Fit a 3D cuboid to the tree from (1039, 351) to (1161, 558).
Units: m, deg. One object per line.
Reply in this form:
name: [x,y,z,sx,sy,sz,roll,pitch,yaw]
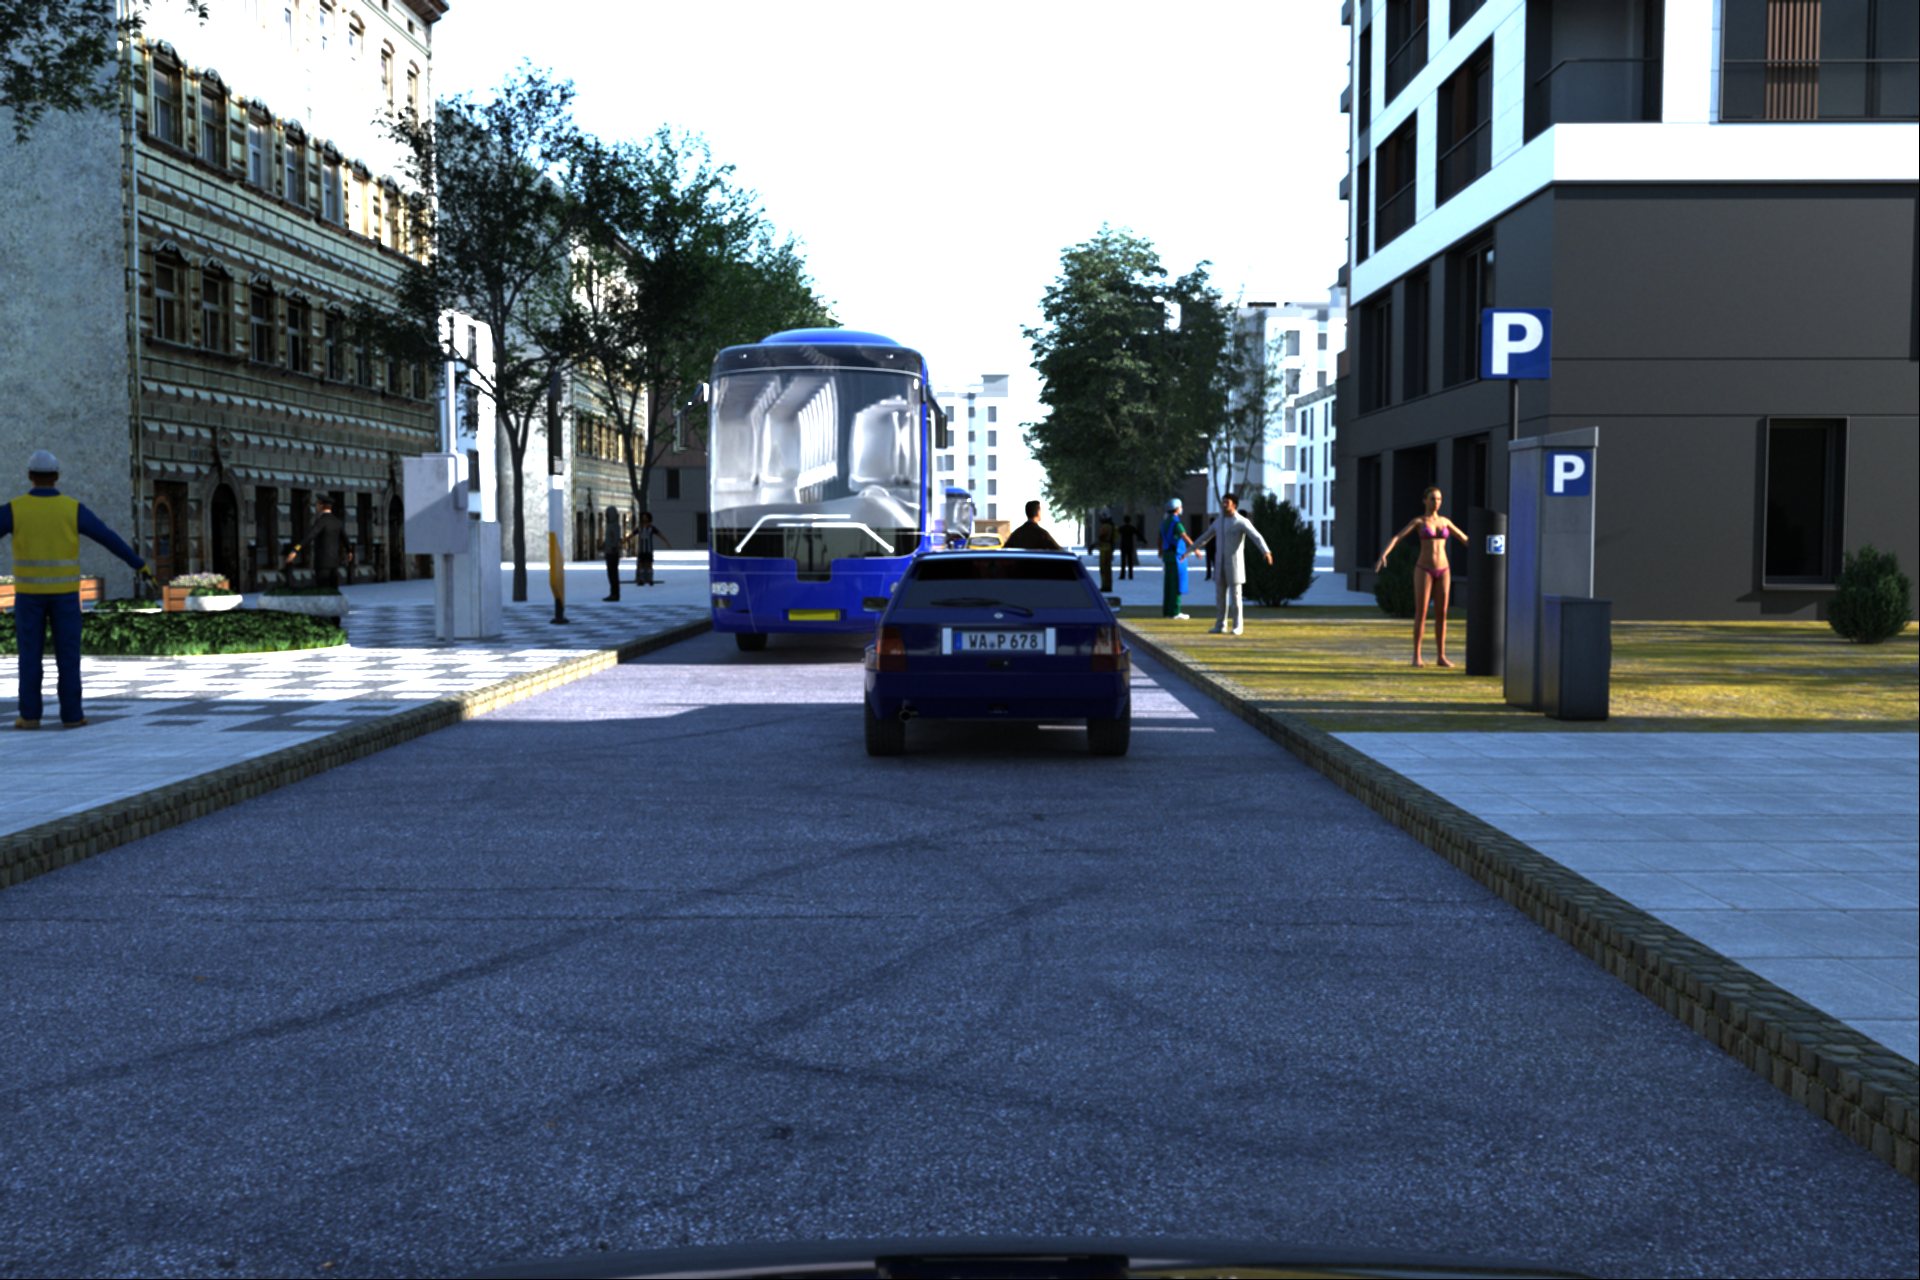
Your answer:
tree: [7.897,-10.247,93.290,9.928,11.665,9.643,0,3,0]

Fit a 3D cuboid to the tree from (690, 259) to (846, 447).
tree: [-8.017,-10.564,79.375,9.857,13.997,8.962,0,3,0]

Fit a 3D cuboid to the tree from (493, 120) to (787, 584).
tree: [-8.349,-7.281,44.793,9.928,11.665,9.643,0,3,0]

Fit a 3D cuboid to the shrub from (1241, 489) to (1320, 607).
shrub: [5.513,-1.628,30.652,1.661,2.075,1.752,0,3,0]

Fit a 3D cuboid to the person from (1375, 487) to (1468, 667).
person: [4.587,-0.608,16.738,1.217,1.733,0.721,0,4,-8]

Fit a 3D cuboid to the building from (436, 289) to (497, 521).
building: [-21.884,-7.506,64.877,9.099,9.664,28.070,0,4,1]

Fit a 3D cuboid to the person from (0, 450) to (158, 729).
person: [-6.058,-0.338,11.494,1.349,1.833,0.705,-2,4,-29]

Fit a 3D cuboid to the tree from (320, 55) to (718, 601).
tree: [-8.265,-6.037,33.116,8.767,10.594,7.601,1,4,22]

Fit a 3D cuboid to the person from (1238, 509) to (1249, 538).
person: [6.050,-1.909,37.345,0.704,1.812,1.346,2,4,31]

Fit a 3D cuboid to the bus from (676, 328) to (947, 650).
bus: [-1.548,-2.018,24.541,2.896,3.916,12.251,0,4,0]

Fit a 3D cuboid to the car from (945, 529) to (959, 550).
car: [-1.167,-2.464,48.954,2.281,1.827,5.304,0,4,1]

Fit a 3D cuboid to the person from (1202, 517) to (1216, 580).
person: [6.922,-2.522,47.951,1.216,1.740,0.721,-2,4,-32]

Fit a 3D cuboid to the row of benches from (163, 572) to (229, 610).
row of benches: [-11.616,-0.672,26.447,1.422,0.672,4.104,-1,4,-19]

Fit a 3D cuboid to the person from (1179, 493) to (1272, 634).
person: [3.448,-0.985,22.289,1.347,1.806,0.705,3,5,39]

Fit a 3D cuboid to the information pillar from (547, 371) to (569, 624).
information pillar: [-5.756,-2.039,24.686,0.183,3.616,0.504,0,4,2]

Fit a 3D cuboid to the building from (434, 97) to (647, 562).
building: [-26.864,-15.710,87.783,19.493,23.208,18.063,0,4,0]

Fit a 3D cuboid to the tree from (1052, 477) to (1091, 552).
tree: [7.325,-10.253,117.994,4.360,8.622,3.978,0,3,0]

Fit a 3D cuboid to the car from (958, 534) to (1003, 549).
car: [0.927,-3.444,66.526,2.015,1.641,3.980,0,3,0]

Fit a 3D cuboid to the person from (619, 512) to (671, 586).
person: [-7.799,-2.252,42.970,1.345,1.843,0.704,0,4,8]

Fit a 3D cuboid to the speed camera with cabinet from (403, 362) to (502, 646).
speed camera with cabinet: [-6.048,-1.612,20.687,0.660,3.252,2.038,0,4,1]

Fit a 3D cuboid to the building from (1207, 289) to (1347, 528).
building: [25.494,-17.415,141.162,16.016,20.090,11.380,0,4,1]

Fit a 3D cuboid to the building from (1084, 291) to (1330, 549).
building: [25.421,-19.469,162.296,27.936,21.610,32.646,0,4,0]

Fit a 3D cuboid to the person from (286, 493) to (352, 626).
person: [-8.700,-1.086,23.699,0.705,1.837,1.347,1,4,16]

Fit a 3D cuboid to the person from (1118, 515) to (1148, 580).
person: [4.699,-2.612,48.898,1.347,1.806,0.705,-1,4,-13]

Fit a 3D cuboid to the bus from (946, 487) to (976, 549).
bus: [-0.580,-6.223,93.287,2.896,3.916,12.251,0,4,0]

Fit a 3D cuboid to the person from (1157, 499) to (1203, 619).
person: [3.268,-1.230,26.245,0.704,1.817,1.347,-1,4,-20]

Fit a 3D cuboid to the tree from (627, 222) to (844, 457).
tree: [-7.659,-8.069,57.685,9.928,11.665,9.643,0,3,0]

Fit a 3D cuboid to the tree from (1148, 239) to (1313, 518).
tree: [6.657,-5.713,43.770,4.360,8.622,3.978,0,3,0]

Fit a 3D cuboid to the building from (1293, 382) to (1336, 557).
building: [25.255,-9.274,93.776,9.099,9.664,28.070,0,3,0]

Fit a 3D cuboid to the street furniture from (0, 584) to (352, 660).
street furniture: [-11.927,-0.240,19.557,10.072,0.657,5.734,0,4,-6]

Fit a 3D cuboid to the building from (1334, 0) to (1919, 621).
building: [22.770,-12.044,40.889,27.936,21.610,32.646,0,4,1]

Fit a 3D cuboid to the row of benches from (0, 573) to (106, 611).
row of benches: [-14.655,-0.727,27.354,1.422,0.672,4.104,0,4,-5]

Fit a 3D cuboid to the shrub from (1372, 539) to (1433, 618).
shrub: [6.830,-0.951,26.660,1.383,1.207,1.383,0,3,0]

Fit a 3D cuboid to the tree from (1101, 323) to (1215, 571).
tree: [7.212,-6.726,60.329,4.360,8.622,3.978,0,3,0]

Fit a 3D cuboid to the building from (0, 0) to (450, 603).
building: [-24.460,-12.842,40.891,19.493,23.208,18.063,0,4,1]

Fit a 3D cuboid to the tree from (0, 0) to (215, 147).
tree: [-8.394,-4.652,10.467,8.767,10.594,7.601,1,4,18]

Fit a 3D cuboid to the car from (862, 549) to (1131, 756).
car: [0.239,0.002,12.546,1.945,1.354,3.894,0,3,0]

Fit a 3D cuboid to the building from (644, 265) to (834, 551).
building: [-25.973,-18.536,147.035,27.936,21.610,32.646,0,4,1]

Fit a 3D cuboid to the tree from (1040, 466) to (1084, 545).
tree: [14.310,-18.314,206.090,9.857,13.997,8.962,0,3,0]

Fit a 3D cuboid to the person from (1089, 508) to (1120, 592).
person: [3.195,-1.985,38.220,0.705,1.858,1.354,2,4,26]

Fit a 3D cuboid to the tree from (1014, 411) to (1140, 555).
tree: [7.731,-10.492,105.958,7.601,10.594,8.767,3,5,42]

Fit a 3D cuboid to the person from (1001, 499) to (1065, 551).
person: [0.829,-0.646,19.163,1.346,1.812,0.704,3,5,43]

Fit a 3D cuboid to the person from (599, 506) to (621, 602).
person: [-6.665,-1.648,33.079,0.705,1.813,1.348,-1,4,-22]

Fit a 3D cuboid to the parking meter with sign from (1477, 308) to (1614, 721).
parking meter with sign: [4.295,-1.002,12.642,0.543,3.016,1.738,0,4,-1]

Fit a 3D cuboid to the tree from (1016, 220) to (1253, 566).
tree: [6.927,-9.996,70.092,9.857,13.997,8.962,0,3,0]

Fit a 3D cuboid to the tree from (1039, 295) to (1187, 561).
tree: [7.363,-10.035,82.204,7.486,12.596,7.792,0,3,0]

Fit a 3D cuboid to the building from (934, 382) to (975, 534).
building: [-5.108,-21.399,208.747,11.380,20.090,16.016,0,4,7]

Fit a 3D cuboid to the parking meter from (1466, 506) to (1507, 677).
parking meter: [4.792,-0.446,15.707,0.372,1.533,0.369,0,3,0]

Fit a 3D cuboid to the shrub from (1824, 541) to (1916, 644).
shrub: [10.689,-0.565,20.352,1.383,1.207,1.383,0,3,0]
